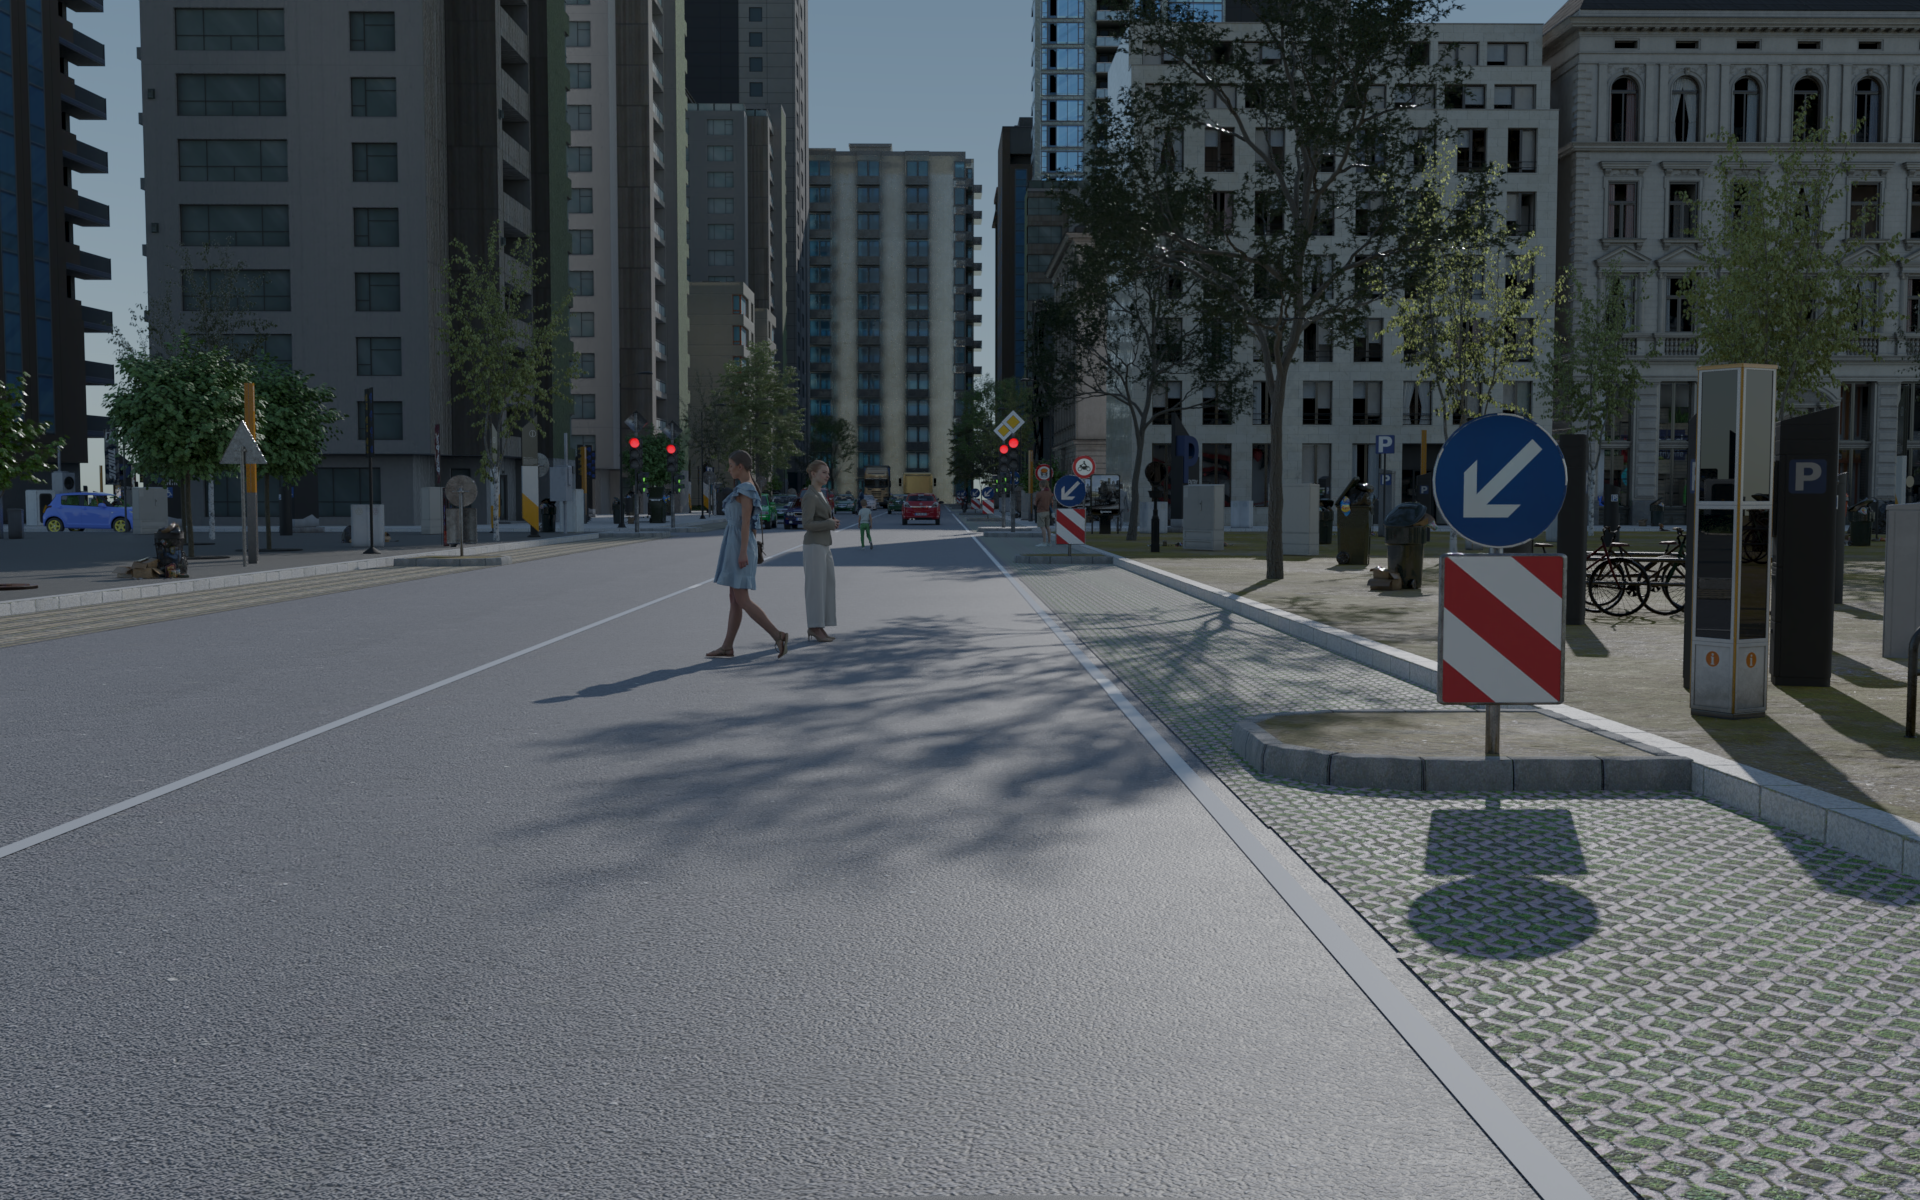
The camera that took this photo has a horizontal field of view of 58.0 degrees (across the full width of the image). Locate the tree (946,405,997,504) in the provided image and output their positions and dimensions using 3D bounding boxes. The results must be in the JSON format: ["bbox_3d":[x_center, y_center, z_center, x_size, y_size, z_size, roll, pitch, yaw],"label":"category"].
[{"bbox_3d":[1.920,-18.373,218.517,7.486,12.596,7.792,0,3,0],"label":"tree"}]

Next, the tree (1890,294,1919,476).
[{"bbox_3d":[25.410,-5.648,42.708,4.360,8.622,3.978,0,3,0],"label":"tree"}]

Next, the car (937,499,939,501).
[{"bbox_3d":[-2.619,-7.629,136.731,2.014,1.417,4.499,0,4,-1],"label":"car"}]

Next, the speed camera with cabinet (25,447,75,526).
[{"bbox_3d":[-36.649,-4.615,69.794,0.660,3.252,2.038,1,4,16],"label":"speed camera with cabinet"}]

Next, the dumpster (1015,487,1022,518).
[{"bbox_3d":[3.488,-5.248,91.555,1.264,1.857,1.865,0,4,-1],"label":"dumpster"}]

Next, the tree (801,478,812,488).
[{"bbox_3d":[-15.271,-11.016,174.712,1.663,3.219,1.824,0,3,0],"label":"tree"}]

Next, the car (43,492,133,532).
[{"bbox_3d":[-30.928,-3.228,62.365,3.694,1.707,1.945,0,4,0],"label":"car"}]

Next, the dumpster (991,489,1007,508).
[{"bbox_3d":[2.919,-7.567,129.478,1.264,1.857,1.865,0,4,-1],"label":"dumpster"}]

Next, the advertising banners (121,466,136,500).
[{"bbox_3d":[-50.215,-6.620,104.431,2.074,3.025,0.090,2,4,35],"label":"advertising banners"}]

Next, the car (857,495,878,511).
[{"bbox_3d":[-8.259,-8.537,151.944,2.083,1.381,4.827,0,4,-1],"label":"car"}]

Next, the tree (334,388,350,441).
[{"bbox_3d":[-15.564,-3.388,39.102,4.285,4.588,4.351,0,3,0],"label":"tree"}]

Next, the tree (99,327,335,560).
[{"bbox_3d":[-15.310,-3.100,34.397,4.285,4.588,4.351,0,3,0],"label":"tree"}]

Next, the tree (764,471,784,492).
[{"bbox_3d":[-15.050,-8.892,139.979,1.663,3.219,1.824,0,3,0],"label":"tree"}]

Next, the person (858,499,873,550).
[{"bbox_3d":[-2.422,-1.941,44.484,0.306,1.304,0.590,-2,4,-29],"label":"person"}]

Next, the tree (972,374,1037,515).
[{"bbox_3d":[3.050,-9.576,106.922,4.737,8.622,4.395,0,3,0],"label":"tree"}]

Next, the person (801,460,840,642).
[{"bbox_3d":[-1.341,-0.474,16.794,0.362,1.759,0.519,1,4,9],"label":"person"}]

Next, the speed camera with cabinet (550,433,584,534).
[{"bbox_3d":[-12.921,-3.826,56.892,0.660,3.252,2.038,0,4,3],"label":"speed camera with cabinet"}]

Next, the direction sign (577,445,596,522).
[{"bbox_3d":[-17.241,-5.355,79.547,0.379,3.537,0.876,2,4,32],"label":"direction sign"}]

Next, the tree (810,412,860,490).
[{"bbox_3d":[-16.155,-17.905,218.497,9.928,11.665,9.643,0,3,0],"label":"tree"}]

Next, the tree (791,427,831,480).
[{"bbox_3d":[-16.267,-14.556,188.348,4.360,8.622,3.978,0,3,0],"label":"tree"}]

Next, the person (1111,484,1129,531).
[{"bbox_3d":[5.887,-3.386,63.983,0.709,1.813,0.853,0,4,-7],"label":"person"}]

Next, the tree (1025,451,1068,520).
[{"bbox_3d":[3.968,-5.055,77.256,1.663,3.219,1.824,0,3,0],"label":"tree"}]

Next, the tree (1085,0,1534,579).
[{"bbox_3d":[4.513,-5.586,25.743,7.601,10.594,8.767,-3,5,-44],"label":"tree"}]

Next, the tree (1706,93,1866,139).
[{"bbox_3d":[15.634,-5.056,33.025,4.737,8.622,4.395,0,3,0],"label":"tree"}]

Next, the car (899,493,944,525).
[{"bbox_3d":[-1.827,-4.440,81.638,2.155,1.783,4.494,0,4,-1],"label":"car"}]

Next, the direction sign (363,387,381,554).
[{"bbox_3d":[-12.646,-2.761,37.146,0.379,3.537,0.876,-2,4,-28],"label":"direction sign"}]

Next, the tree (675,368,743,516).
[{"bbox_3d":[-14.435,-9.190,100.613,4.360,8.622,3.978,0,3,0],"label":"tree"}]

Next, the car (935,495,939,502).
[{"bbox_3d":[-3.335,-10.986,191.980,2.083,1.381,4.827,0,4,1],"label":"car"}]

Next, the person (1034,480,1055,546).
[{"bbox_3d":[2.304,-2.369,47.213,0.573,1.828,0.580,0,4,1],"label":"person"}]

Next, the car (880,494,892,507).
[{"bbox_3d":[-8.314,-11.573,198.810,1.945,1.707,3.694,0,4,1],"label":"car"}]

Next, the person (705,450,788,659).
[{"bbox_3d":[-1.845,-0.397,15.084,0.778,1.811,0.616,1,4,15],"label":"person"}]

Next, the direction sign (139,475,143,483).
[{"bbox_3d":[-55.989,-7.769,119.018,0.876,3.537,0.379,1,4,15],"label":"direction sign"}]

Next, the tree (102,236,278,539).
[{"bbox_3d":[-21.407,-6.019,48.778,4.360,8.622,3.978,0,3,0],"label":"tree"}]

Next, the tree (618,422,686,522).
[{"bbox_3d":[-13.976,-5.828,79.004,4.285,4.588,4.351,0,3,0],"label":"tree"}]

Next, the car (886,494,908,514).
[{"bbox_3d":[-4.278,-6.892,124.475,2.131,1.459,4.920,0,4,-1],"label":"car"}]

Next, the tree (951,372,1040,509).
[{"bbox_3d":[3.127,-13.522,146.837,9.928,11.665,9.643,0,3,0],"label":"tree"}]

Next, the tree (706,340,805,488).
[{"bbox_3d":[-14.997,-12.809,127.547,7.486,12.596,7.792,0,3,0],"label":"tree"}]

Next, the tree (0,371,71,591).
[{"bbox_3d":[-12.911,-1.759,23.361,1.663,3.219,1.824,0,3,0],"label":"tree"}]

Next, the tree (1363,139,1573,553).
[{"bbox_3d":[10.304,-5.223,35.757,4.360,8.622,3.978,0,3,0],"label":"tree"}]

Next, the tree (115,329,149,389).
[{"bbox_3d":[-35.911,-7.817,78.166,4.737,8.622,4.395,0,3,0],"label":"tree"}]

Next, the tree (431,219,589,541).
[{"bbox_3d":[-12.595,-5.944,47.542,4.737,8.622,4.395,0,3,0],"label":"tree"}]

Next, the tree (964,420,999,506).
[{"bbox_3d":[2.247,-14.135,181.469,4.360,8.622,3.978,0,3,0],"label":"tree"}]

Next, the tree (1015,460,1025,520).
[{"bbox_3d":[3.500,-5.491,84.383,1.663,3.219,1.824,0,3,0],"label":"tree"}]

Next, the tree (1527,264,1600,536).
[{"bbox_3d":[19.438,-6.288,53.165,4.737,8.622,4.395,0,3,0],"label":"tree"}]

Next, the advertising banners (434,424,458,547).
[{"bbox_3d":[-12.668,-2.841,42.641,0.090,3.025,2.074,-2,4,-29],"label":"advertising banners"}]
